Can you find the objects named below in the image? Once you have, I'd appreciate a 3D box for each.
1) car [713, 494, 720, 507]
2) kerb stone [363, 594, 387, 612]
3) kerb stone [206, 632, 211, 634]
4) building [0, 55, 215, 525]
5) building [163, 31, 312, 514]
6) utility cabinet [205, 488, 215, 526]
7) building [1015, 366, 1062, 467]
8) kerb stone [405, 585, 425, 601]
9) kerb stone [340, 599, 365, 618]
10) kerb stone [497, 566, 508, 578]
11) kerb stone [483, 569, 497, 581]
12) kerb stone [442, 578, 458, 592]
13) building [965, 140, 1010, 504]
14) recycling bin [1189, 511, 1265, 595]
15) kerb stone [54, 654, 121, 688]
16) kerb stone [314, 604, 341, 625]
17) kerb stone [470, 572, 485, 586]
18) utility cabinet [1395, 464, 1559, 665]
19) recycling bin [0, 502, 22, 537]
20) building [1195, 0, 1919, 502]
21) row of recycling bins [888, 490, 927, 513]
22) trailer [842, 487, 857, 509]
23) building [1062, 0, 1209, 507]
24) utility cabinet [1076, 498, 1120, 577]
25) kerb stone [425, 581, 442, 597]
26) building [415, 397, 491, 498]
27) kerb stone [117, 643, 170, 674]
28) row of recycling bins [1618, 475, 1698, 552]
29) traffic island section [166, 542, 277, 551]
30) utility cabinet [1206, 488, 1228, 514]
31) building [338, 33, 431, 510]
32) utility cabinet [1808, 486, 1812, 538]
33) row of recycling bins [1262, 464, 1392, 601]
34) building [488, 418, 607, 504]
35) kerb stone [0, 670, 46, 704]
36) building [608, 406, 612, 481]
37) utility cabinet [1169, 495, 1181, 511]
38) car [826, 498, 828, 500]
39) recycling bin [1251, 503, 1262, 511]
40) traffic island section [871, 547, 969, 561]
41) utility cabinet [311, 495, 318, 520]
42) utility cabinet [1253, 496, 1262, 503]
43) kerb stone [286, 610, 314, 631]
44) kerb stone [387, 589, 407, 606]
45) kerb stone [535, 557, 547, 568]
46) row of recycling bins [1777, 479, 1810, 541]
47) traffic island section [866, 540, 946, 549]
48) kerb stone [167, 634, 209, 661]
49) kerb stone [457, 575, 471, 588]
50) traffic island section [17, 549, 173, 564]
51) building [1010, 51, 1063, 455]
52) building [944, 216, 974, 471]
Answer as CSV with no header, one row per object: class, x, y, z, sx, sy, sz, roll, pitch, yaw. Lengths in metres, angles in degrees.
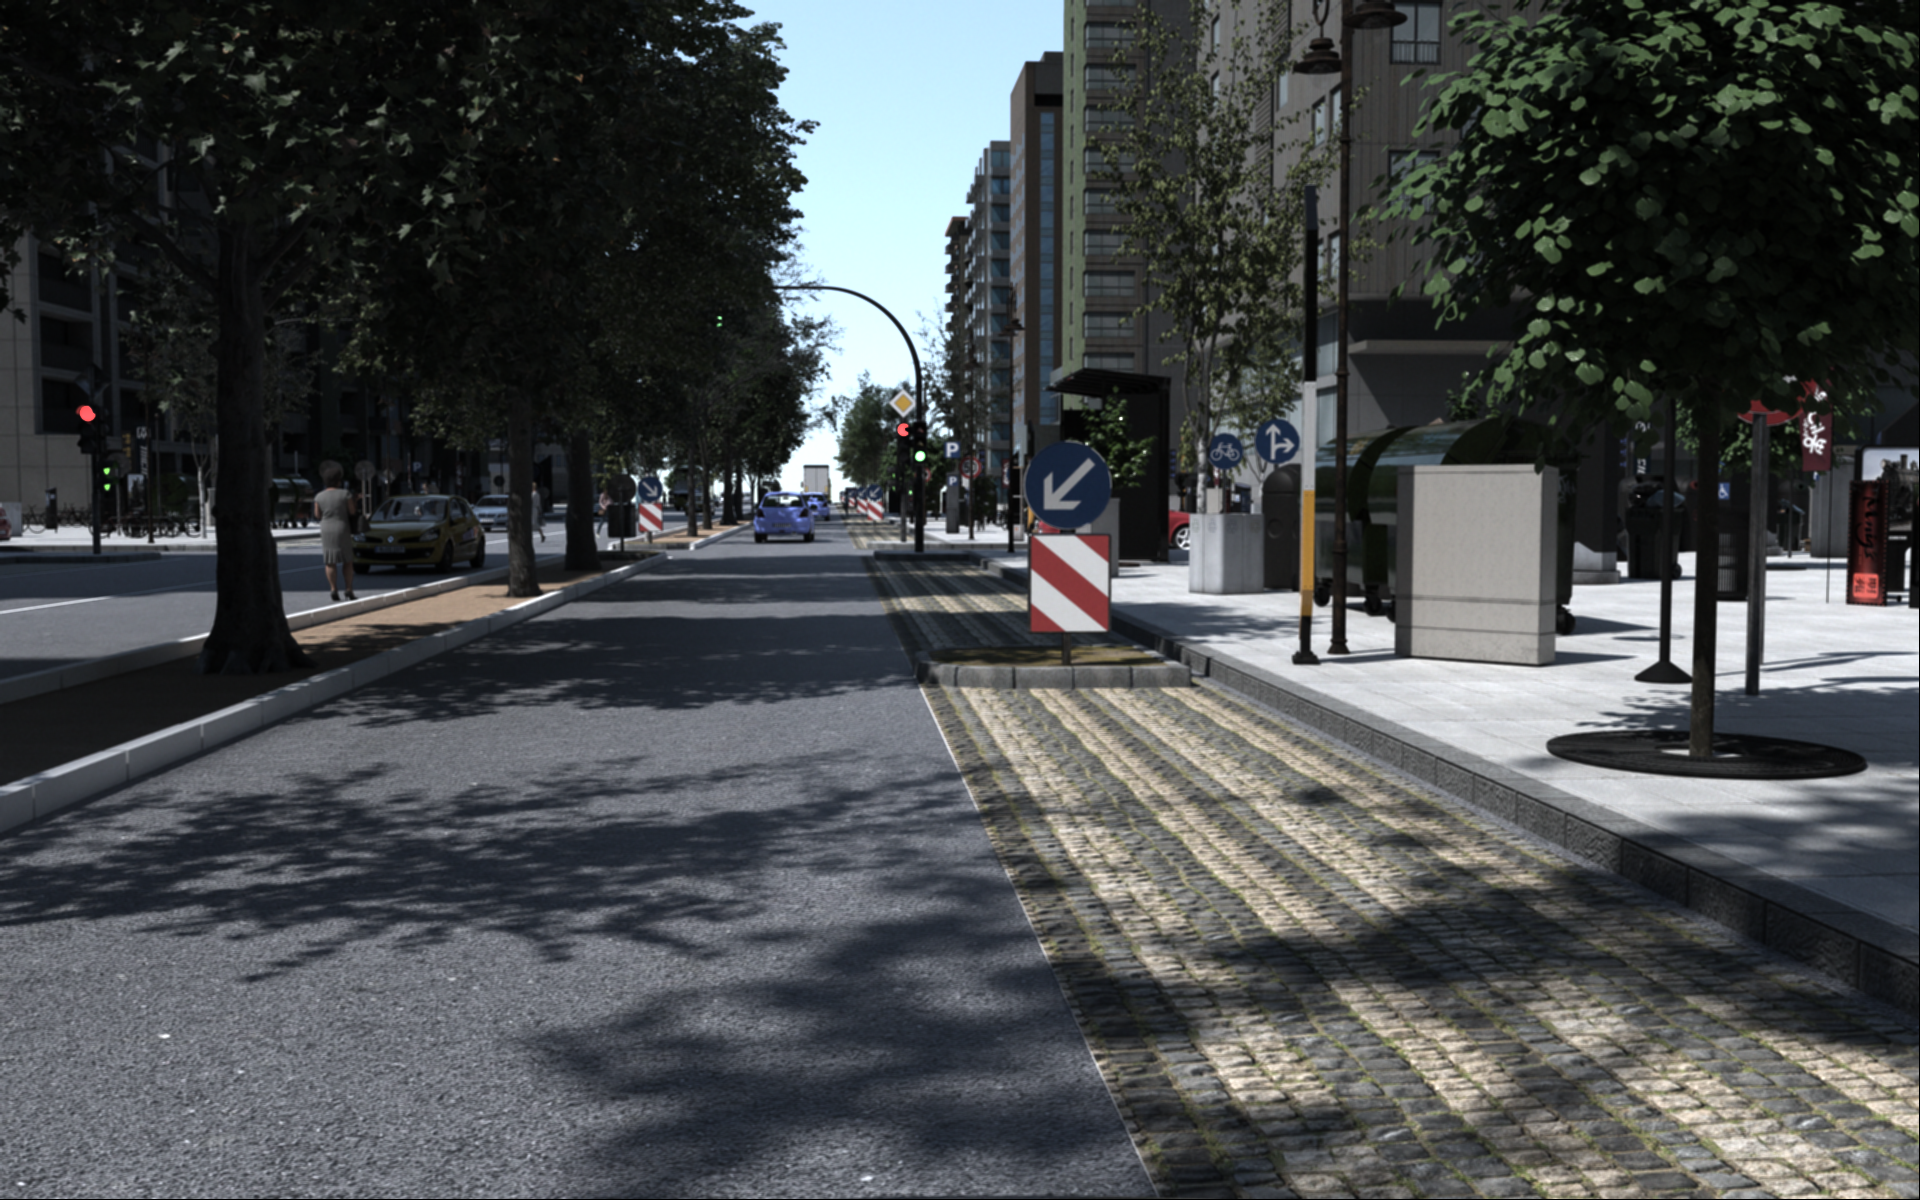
car,-27.217,-10.967,189.092,2.009,1.686,4.222,0,4,-6
kerb stone,-7.281,0.053,21.332,0.120,0.150,1.000,0,4,-4
kerb stone,-6.900,0.365,16.222,0.120,0.150,1.000,0,4,-4
building,-46.923,-39.200,79.177,20.563,71.187,20.611,0,4,-4
building,-47.034,-20.434,105.794,14.160,30.474,14.107,0,4,-4
utility cabinet,-29.207,-3.652,68.390,0.318,1.500,1.173,2,4,30
building,17.670,-51.440,153.717,22.319,86.520,31.000,0,4,-4
kerb stone,-7.432,-0.072,23.383,0.120,0.150,1.000,0,4,-4
kerb stone,-7.204,0.115,20.312,0.120,0.150,1.000,0,4,-4
kerb stone,-7.898,-0.446,29.504,0.120,0.150,1.000,0,4,-4
kerb stone,-7.821,-0.385,28.484,0.120,0.150,1.000,0,4,-4
kerb stone,-7.582,-0.197,25.422,0.120,0.150,1.000,0,4,-4
building,12.421,-37.721,236.347,23.786,49.044,30.456,0,4,-4
recycling bin,3.446,-0.602,22.394,0.722,1.027,0.722,-2,4,-27
kerb stone,-6.662,0.552,13.164,0.120,0.150,1.000,0,4,-4
kerb stone,-7.123,0.178,19.289,0.120,0.150,1.000,0,4,-4
kerb stone,-7.736,-0.322,27.465,0.120,0.150,1.000,0,4,-4
utility cabinet,3.949,-0.281,13.270,1.173,1.500,0.318,3,5,42
recycling bin,-28.590,-2.398,51.761,0.722,1.027,0.722,1,4,19
building,26.114,-29.816,76.727,27.495,52.752,28.713,0,4,-4
row of recycling bins,-3.529,-6.657,115.953,1.069,1.692,3.534,-3,5,-44
trailer,-9.435,-8.732,149.813,1.471,1.999,3.904,0,4,-5
building,14.565,-27.396,131.518,14.154,41.232,14.086,0,4,-4
utility cabinet,2.100,-0.940,26.533,0.306,1.237,1.020,2,4,29
kerb stone,-7.510,-0.133,24.403,0.120,0.150,1.000,0,4,-4
building,-50.436,-23.383,154.008,14.160,30.474,14.107,0,4,-4
kerb stone,-6.742,0.490,14.183,0.120,0.150,1.000,0,4,-4
row of recycling bins,15.774,-1.918,38.475,3.534,1.692,1.069,-3,4,-37
traffic island section,-19.026,-1.384,44.916,2.009,0.180,2.903,0,4,-4
utility cabinet,9.946,-3.590,67.377,1.173,1.500,0.318,2,4,34
building,-53.431,-29.166,131.487,22.147,44.769,28.867,0,4,-4
utility cabinet,24.497,-2.525,49.964,1.173,1.500,0.318,0,4,-5
row of recycling bins,4.983,-0.925,22.243,1.069,1.692,3.534,-1,4,-21
building,-59.106,-41.972,228.241,21.231,58.520,28.212,0,4,-4
kerb stone,-6.590,0.618,12.138,0.120,0.150,1.000,0,4,-4
building,-57.865,-29.282,250.465,14.160,30.474,14.107,0,4,-4
utility cabinet,10.010,-4.373,82.659,1.020,1.237,0.306,0,4,-3
car,-12.970,-9.077,157.997,1.945,1.707,3.694,0,4,-6
recycling bin,8.189,-2.124,47.279,0.722,1.027,0.722,-1,4,-10
traffic island section,-0.886,-0.977,38.261,2.009,0.180,2.903,0,4,-4
utility cabinet,-31.728,-4.590,86.208,0.306,1.237,1.020,3,5,43
utility cabinet,9.126,-2.549,52.833,0.306,1.237,1.020,1,4,16
kerb stone,-7.049,0.240,18.269,0.120,0.150,1.000,0,4,-4
kerb stone,-7.359,-0.001,22.360,0.120,0.150,1.000,0,4,-4
kerb stone,-8.193,-0.697,33.587,0.120,0.150,1.000,0,4,-4
row of recycling bins,21.660,-2.512,48.176,3.534,1.692,1.069,1,4,16
traffic island section,-1.484,-1.464,46.224,2.009,0.180,2.903,0,4,-4
kerb stone,-6.829,0.432,15.202,0.120,0.150,1.000,0,4,-4
kerb stone,-7.668,-0.259,26.443,0.120,0.150,1.000,0,4,-4
traffic island section,-18.428,-0.897,36.953,2.009,0.180,2.903,0,4,-4
building,12.711,-32.239,177.225,14.600,45.320,14.200,0,4,-4
building,8.989,-37.480,267.414,22.147,44.769,28.867,0,4,-4
